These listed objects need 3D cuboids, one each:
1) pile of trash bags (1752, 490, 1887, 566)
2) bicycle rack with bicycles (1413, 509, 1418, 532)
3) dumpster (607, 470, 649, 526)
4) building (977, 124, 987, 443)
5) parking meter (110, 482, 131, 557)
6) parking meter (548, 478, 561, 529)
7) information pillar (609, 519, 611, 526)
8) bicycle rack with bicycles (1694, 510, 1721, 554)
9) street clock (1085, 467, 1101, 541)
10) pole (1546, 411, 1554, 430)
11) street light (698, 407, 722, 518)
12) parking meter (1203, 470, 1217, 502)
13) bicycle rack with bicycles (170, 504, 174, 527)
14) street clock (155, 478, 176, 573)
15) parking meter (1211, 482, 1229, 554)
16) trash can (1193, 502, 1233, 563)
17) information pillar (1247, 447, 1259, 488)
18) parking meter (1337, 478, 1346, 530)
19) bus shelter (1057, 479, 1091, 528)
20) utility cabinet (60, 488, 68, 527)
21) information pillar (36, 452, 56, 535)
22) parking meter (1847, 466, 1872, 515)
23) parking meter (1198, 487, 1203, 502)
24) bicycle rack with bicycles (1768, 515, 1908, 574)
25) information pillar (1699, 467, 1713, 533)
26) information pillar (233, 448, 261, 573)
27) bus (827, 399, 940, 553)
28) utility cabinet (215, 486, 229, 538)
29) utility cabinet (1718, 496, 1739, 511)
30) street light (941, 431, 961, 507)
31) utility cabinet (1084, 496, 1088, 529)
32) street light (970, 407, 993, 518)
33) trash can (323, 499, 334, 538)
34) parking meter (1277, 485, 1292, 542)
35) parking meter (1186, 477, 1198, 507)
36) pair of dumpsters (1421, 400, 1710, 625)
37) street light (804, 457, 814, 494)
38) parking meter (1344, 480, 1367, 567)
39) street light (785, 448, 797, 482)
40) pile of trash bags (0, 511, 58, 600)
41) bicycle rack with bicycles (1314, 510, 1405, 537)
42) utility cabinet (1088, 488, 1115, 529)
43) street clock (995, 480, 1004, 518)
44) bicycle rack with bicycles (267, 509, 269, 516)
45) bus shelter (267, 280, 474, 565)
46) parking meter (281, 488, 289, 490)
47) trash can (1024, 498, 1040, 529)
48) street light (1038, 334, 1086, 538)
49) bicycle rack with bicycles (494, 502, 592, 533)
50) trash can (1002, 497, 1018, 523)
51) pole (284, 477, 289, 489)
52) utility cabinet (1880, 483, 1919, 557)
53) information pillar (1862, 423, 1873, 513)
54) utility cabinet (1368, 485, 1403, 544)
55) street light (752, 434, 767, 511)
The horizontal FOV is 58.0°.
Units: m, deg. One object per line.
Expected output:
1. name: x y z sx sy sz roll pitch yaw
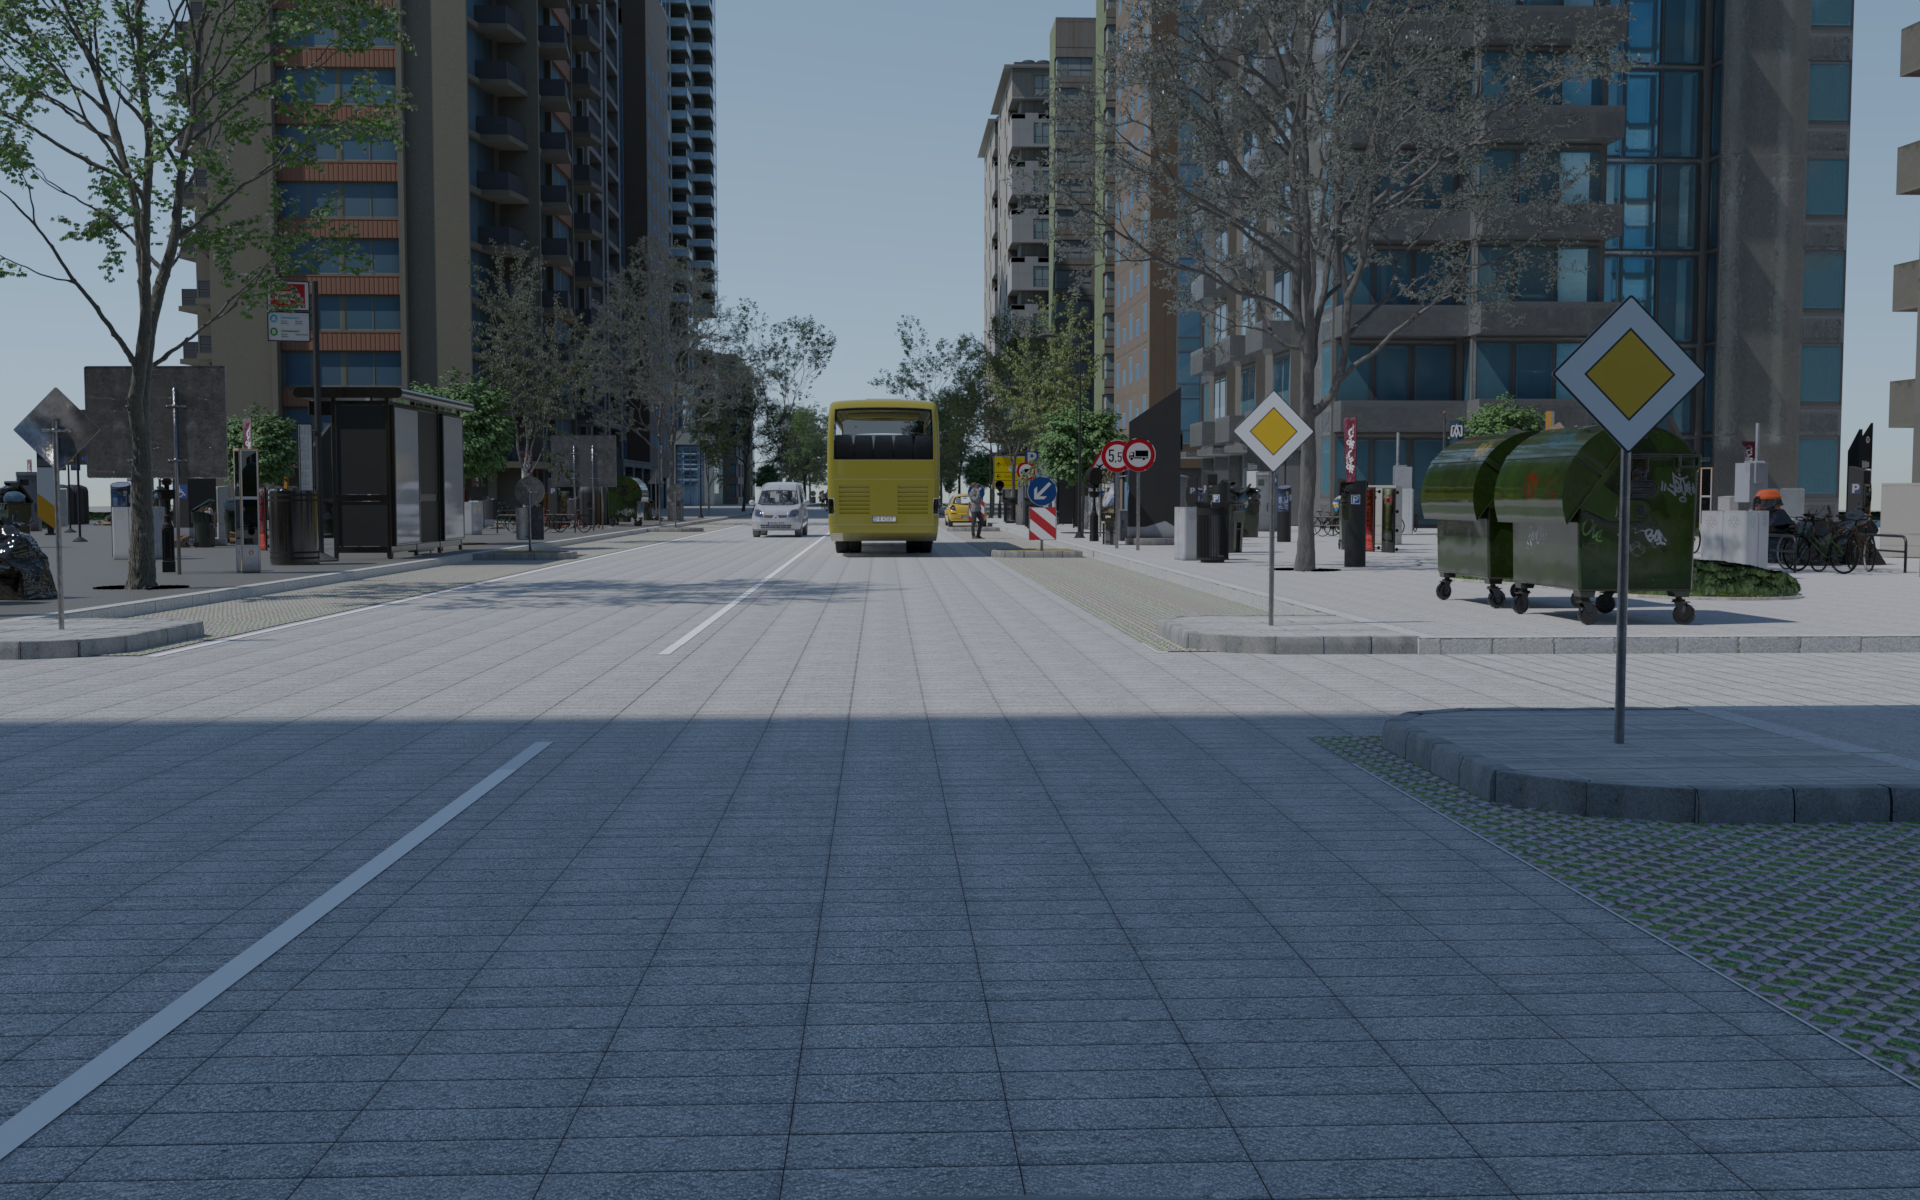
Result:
1. pile of trash bags: 15.790 -1.395 32.561 1.912 1.369 3.447 0 4 0
2. bicycle rack with bicycles: 14.449 -2.831 59.666 2.852 0.926 2.925 0 4 7
3. dumpster: -13.350 -4.088 69.326 1.502 2.255 1.985 0 4 -2
4. building: 17.444 -39.680 238.006 28.713 52.752 27.495 0 4 -3
5. parking meter: -17.076 -1.642 35.261 0.372 1.533 0.369 0 3 0
6. parking meter: -14.815 -3.524 63.327 0.399 1.863 0.255 1 4 10
7. information pillar: -14.247 -4.850 70.657 0.183 3.616 0.504 0 4 -8
8. bicycle rack with bicycles: 16.295 -1.523 38.286 2.852 0.926 2.925 1 4 19
9. street clock: 3.640 -2.591 46.937 0.471 2.002 0.358 -2 4 -30
10. pole: 14.524 -2.989 42.721 0.158 3.312 0.155 0 3 0
11. street light: -13.370 -7.355 92.800 1.470 5.913 1.316 0 4 -3
12. parking meter: 6.093 -2.233 42.226 0.255 1.863 0.399 -1 4 -13
13. bicycle rack with bicycles: -29.072 -3.161 65.071 2.925 0.926 2.852 -3 5 -44
14. street clock: -12.984 -1.456 28.371 0.358 2.002 0.471 -1 4 -19
15. parking meter: 5.457 -1.709 36.353 0.372 1.533 0.369 0 3 0
16. trash can: 4.728 -1.269 32.404 0.748 1.137 0.748 0 3 0
17. information pillar: 10.524 -4.330 62.150 0.183 3.616 0.504 -3 5 -44
18. parking meter: 13.650 -3.421 61.638 0.399 1.863 0.255 2 4 31
19. bus shelter: 4.640 -4.724 68.520 1.731 3.624 6.357 0 4 -3
20. utility cabinet: -35.326 -3.583 67.258 1.173 1.500 0.318 -1 4 -21
21. information pillar: -28.470 -3.829 53.953 0.504 3.616 0.183 -2 4 -29
22. parking meter: 18.840 -1.870 36.287 0.255 1.863 0.399 -2 4 -30
23. parking meter: 8.530 -3.275 61.955 0.372 1.533 0.369 0 3 0
24. bicycle rack with bicycles: 14.356 -0.946 28.843 2.852 0.926 2.925 0 4 3
25. information pillar: 20.663 -2.659 47.971 0.304 2.012 0.304 2 4 27
26. information pillar: -11.567 -1.444 28.104 0.304 2.012 0.304 -3 5 -40
27. bus: -1.979 -3.265 44.933 2.896 3.916 12.252 0 4 -2
28. utility cabinet: -20.010 -2.336 46.877 0.318 1.500 1.173 -2 4 -29
29. utility cabinet: 24.748 -2.732 55.834 0.306 1.237 1.020 0 4 3
30. street light: -0.528 -9.467 127.322 1.470 5.913 1.316 0 4 -3
31. utility cabinet: 4.558 -3.208 63.617 0.306 1.237 1.020 0 4 4
32. street light: 1.082 -7.283 91.614 1.470 5.913 1.316 0 4 -3
33. trash can: -18.422 -2.376 50.505 0.748 1.137 0.748 0 3 0
34. parking meter: 8.658 -2.314 46.248 0.372 1.533 0.369 0 3 0
35. parking meter: 7.725 -3.182 57.730 0.399 1.863 0.255 0 4 5
36. pair of dumpsters: 6.477 -1.005 18.923 1.574 2.255 4.437 0 4 -2
37. street light: -19.001 -14.984 217.527 1.470 5.913 1.316 0 4 -3
38. parking meter: 6.962 -1.350 30.489 0.372 1.533 0.369 0 3 0
39. street light: -17.150 -12.434 175.841 1.470 5.913 1.316 0 4 -3
40. pile of trash bags: -12.343 -0.626 19.986 1.912 1.369 3.447 1 4 16
41. bicycle rack with bicycles: 11.621 -2.387 52.405 2.925 0.926 2.852 3 5 39
42. utility cabinet: 5.095 -3.266 62.085 0.318 1.500 1.173 -2 4 -35
43. street clock: 2.095 -5.311 91.405 0.471 2.002 0.358 0 4 6
44. bicycle rack with bicycles: -29.247 -3.880 76.816 2.852 0.926 2.925 2 4 32
45. bus shelter: -12.024 -3.527 35.303 2.179 5.291 8.768 0 4 -3
46. parking meter: -27.617 -3.825 70.955 0.372 1.533 0.369 0 3 0
47. trash can: 2.719 -3.229 64.451 0.748 1.137 0.748 0 3 0
48. street light: 2.944 -4.755 50.280 1.470 5.913 1.316 0 4 -3
49. bicycle rack with bicycles: -13.990 -2.673 57.087 2.925 0.926 2.852 2 4 32
50. trash can: 2.215 -3.939 76.057 0.748 1.137 0.748 0 3 0
51. pole: -32.080 -5.422 82.486 0.158 3.312 0.155 0 3 0
52. utility cabinet: 19.105 -1.589 34.654 1.173 1.500 0.318 3 5 40
53. information pillar: 29.897 -4.022 57.111 0.183 3.616 0.504 0 4 -2
54. utility cabinet: 10.663 -2.163 44.049 0.318 1.500 1.173 -3 5 -43
55. street light: -15.358 -9.858 133.715 1.470 5.913 1.316 0 4 -3
